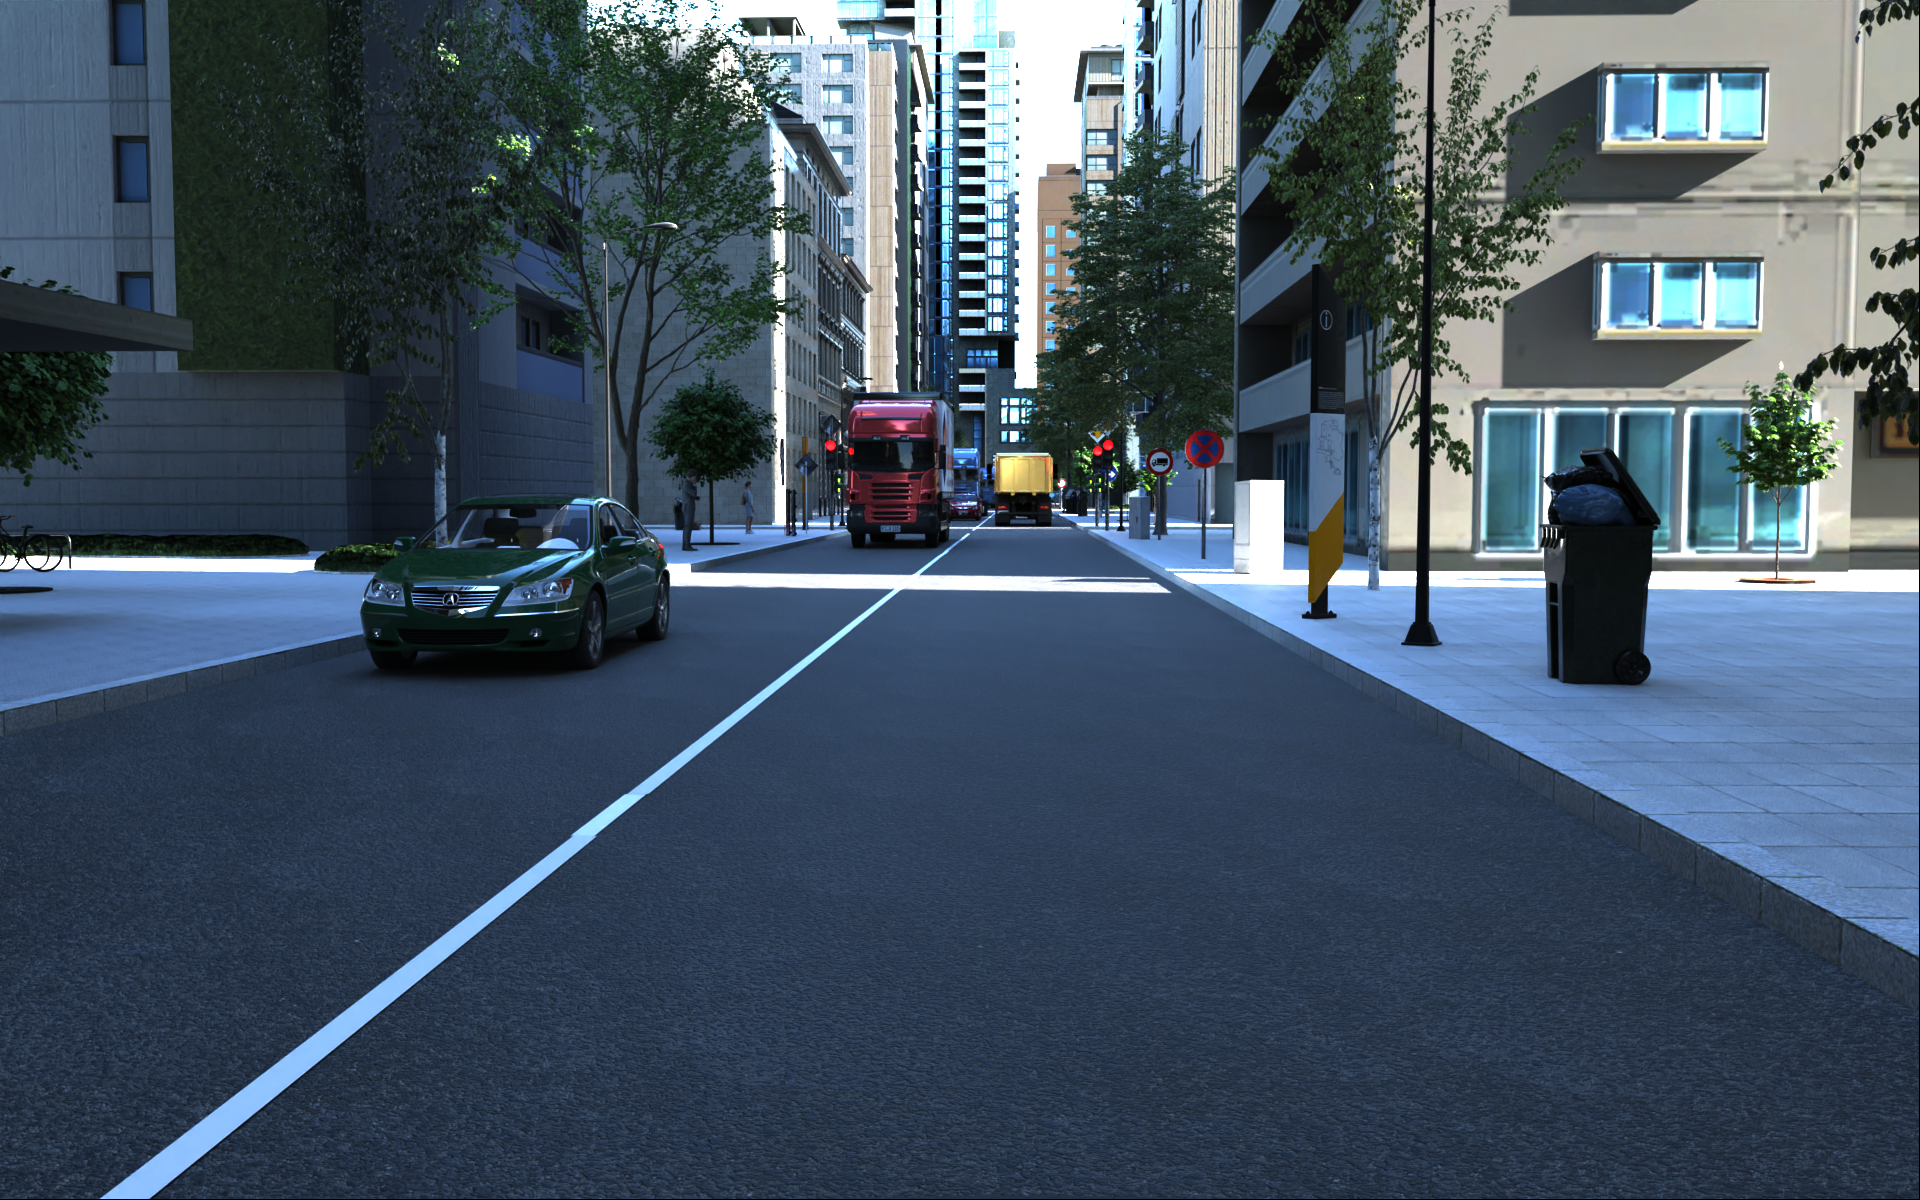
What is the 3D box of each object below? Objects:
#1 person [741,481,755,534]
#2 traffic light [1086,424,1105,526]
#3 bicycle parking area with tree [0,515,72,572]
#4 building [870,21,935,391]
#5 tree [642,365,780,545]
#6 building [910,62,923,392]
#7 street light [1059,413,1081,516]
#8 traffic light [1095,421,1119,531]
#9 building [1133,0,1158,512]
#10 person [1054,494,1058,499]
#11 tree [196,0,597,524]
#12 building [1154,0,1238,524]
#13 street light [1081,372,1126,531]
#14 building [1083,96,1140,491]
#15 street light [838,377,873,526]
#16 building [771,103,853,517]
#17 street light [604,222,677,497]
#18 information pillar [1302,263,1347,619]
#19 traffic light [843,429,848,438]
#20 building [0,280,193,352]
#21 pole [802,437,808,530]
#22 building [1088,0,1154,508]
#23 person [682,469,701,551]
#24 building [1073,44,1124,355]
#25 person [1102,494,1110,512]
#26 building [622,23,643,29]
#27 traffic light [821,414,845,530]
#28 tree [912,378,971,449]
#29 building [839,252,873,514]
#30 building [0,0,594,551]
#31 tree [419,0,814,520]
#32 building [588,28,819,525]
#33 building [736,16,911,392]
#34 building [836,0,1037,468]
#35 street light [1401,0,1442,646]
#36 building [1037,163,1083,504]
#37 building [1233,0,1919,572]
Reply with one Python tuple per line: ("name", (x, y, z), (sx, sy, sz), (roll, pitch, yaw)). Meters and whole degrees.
("person", (-6.796, -2.975, 55.693), (0.522, 1.701, 0.512), (-1, 4, -23))
("traffic light", (5.425, -4.880, 68.711), (0.839, 4.253, 0.868), (0, 4, 2))
("bicycle parking area with tree", (-18.772, -2.428, 26.697), (9.016, 4.147, 8.231), (2, 4, 25))
("building", (-17.326, -37.541, 203.032), (27.495, 52.752, 28.713), (0, 4, 2))
("tree", (-6.404, -3.689, 44.027), (4.285, 4.588, 4.351), (0, 3, 0))
("building", (-15.133, -31.758, 173.875), (22.147, 44.769, 28.867), (0, 4, 2))
("street light", (6.385, -7.739, 99.073), (1.470, 5.913, 1.316), (0, 4, 2))
("traffic light", (5.152, -4.392, 60.730), (0.839, 4.253, 0.868), (0, 4, 2))
("building", (23.357, -28.318, 117.619), (22.147, 44.769, 28.867), (0, 4, 2))
("person", (10.990, -11.547, 198.067), (0.599, 1.433, 0.991), (-1, 4, -17))
("tree", (-6.695, -4.340, 21.319), (4.360, 8.622, 3.978), (0, 3, 0))
("building", (23.348, -30.211, 83.181), (27.495, 52.752, 28.713), (0, 4, 2))
("street light", (5.015, -5.320, 59.529), (1.470, 5.913, 1.316), (0, 4, 2))
("building", (19.911, -30.429, 181.104), (14.154, 41.232, 14.086), (0, 4, 2))
("street light", (-4.157, -5.894, 68.913), (1.470, 5.913, 1.316), (0, 4, 2))
("building", (-12.514, -16.499, 98.629), (11.050, 23.489, 19.941), (0, 4, 2))
("street light", (-5.534, -3.502, 29.798), (1.470, 5.913, 1.316), (0, 4, 2))
("information pillar", (3.778, -1.621, 17.850), (0.504, 3.616, 0.183), (-3, 5, -40))
("traffic light", (-4.231, -4.899, 69.024), (0.839, 4.253, 0.868), (0, 4, 2))
("building", (-21.920, -25.349, 3.692), (28.713, 52.752, 27.495), (0, 4, 2))
("pole", (-5.503, -4.143, 61.584), (0.158, 3.312, 0.155), (0, 3, 0))
("building", (23.597, -51.645, 157.059), (22.319, 86.520, 31.000), (0, 4, 2))
("person", (-6.077, -2.039, 39.189), (0.447, 1.846, 0.655), (-1, 4, -20))
("building", (27.879, -37.467, 201.827), (28.713, 52.752, 27.495), (0, 4, 2))
("person", (10.464, -7.290, 125.214), (0.713, 1.824, 0.794), (2, 4, 32))
("building", (-44.820, -37.571, 203.525), (27.495, 52.752, 28.713), (0, 4, 2))
("traffic light", (-4.504, -4.411, 61.044), (0.839, 4.253, 0.868), (0, 4, 2))
("tree", (-2.457, -12.434, 137.705), (7.601, 10.594, 8.767), (-2, 4, -33))
("building", (-11.988, -15.517, 118.333), (10.561, 19.102, 19.286), (0, 4, 2))
("building", (-25.383, -30.914, 47.450), (28.212, 58.520, 21.231), (0, 4, 2))
("tree", (-6.819, -6.690, 35.136), (9.928, 11.665, 9.643), (0, 3, 0))
("building", (-12.705, -13.776, 79.988), (10.420, 20.320, 16.860), (0, 4, 2))
("building", (-11.697, -28.617, 151.485), (14.154, 41.232, 14.086), (0, 4, 2))
("building", (-4.805, -56.729, 240.189), (31.000, 86.520, 22.319), (0, 4, 2))
("street light", (3.394, -2.573, 14.607), (1.470, 5.913, 1.316), (0, 4, 2))
("building", (17.655, -35.894, 236.984), (14.200, 45.320, 14.600), (0, 4, 2))
("building", (18.096, -25.298, 37.317), (21.300, 48.544, 21.600), (0, 4, 2))
